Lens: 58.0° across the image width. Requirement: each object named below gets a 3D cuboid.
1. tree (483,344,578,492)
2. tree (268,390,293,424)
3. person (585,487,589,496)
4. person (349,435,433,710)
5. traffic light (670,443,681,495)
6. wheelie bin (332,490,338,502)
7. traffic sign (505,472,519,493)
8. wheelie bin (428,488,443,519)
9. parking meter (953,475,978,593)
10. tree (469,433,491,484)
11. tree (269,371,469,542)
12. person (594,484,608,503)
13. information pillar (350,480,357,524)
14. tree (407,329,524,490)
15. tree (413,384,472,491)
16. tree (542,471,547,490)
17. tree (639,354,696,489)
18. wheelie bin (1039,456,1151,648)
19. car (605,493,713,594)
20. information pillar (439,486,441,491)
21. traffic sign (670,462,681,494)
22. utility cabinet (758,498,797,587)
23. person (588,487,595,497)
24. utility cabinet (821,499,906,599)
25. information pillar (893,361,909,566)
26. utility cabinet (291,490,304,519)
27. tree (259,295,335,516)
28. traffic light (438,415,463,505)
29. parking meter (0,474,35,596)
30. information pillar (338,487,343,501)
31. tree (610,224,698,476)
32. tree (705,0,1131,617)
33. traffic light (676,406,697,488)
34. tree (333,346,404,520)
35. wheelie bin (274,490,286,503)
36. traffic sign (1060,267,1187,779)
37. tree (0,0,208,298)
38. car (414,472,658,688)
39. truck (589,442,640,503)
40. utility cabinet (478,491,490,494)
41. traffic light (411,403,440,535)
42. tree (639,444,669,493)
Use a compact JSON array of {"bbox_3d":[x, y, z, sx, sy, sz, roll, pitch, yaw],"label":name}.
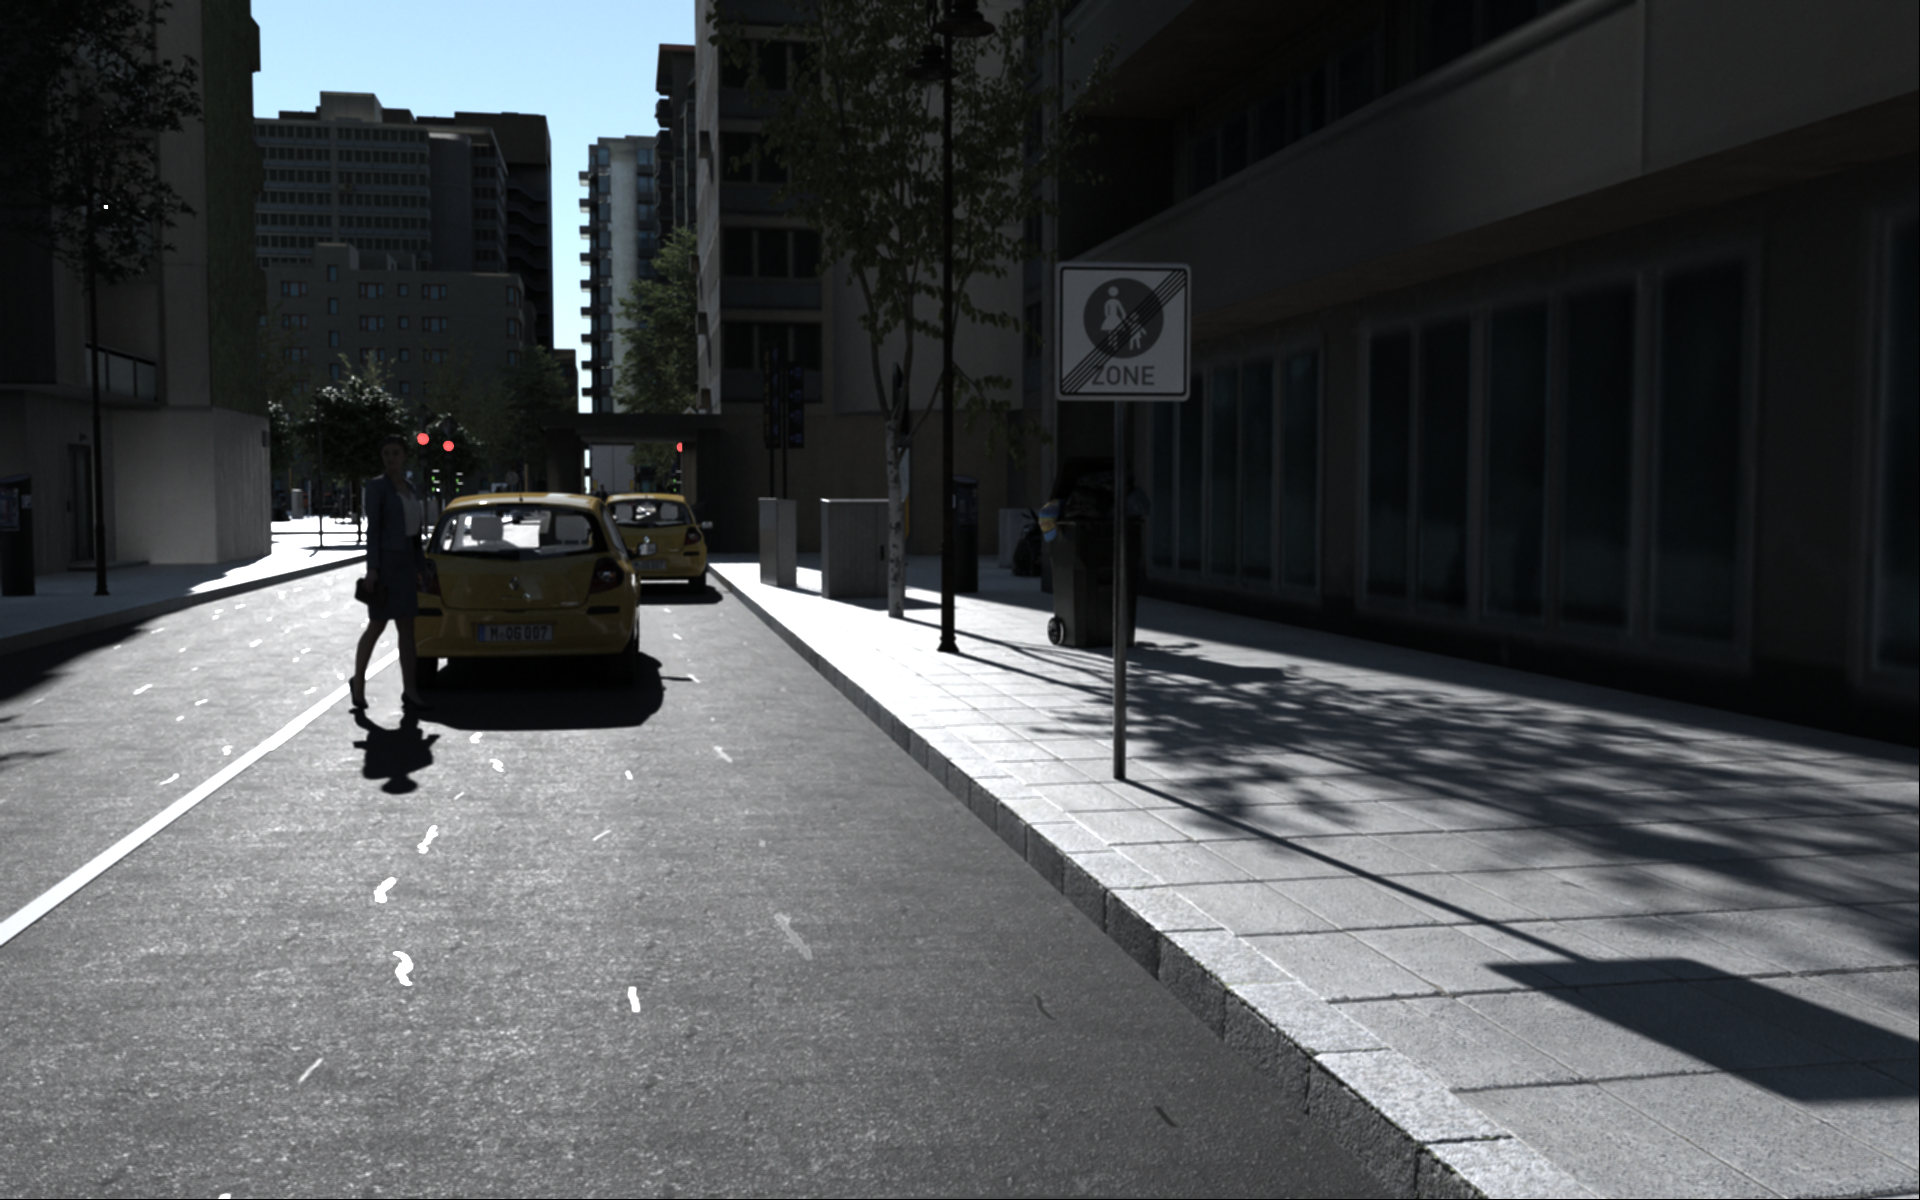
[{"bbox_3d":[-32.158,-13.014,130.913,7.486,12.596,7.792,0,3,0],"label":"tree"},{"bbox_3d":[-47.016,-10.224,117.525,4.360,8.622,3.978,0,3,0],"label":"tree"},{"bbox_3d":[-15.415,-3.843,72.002,0.598,1.740,0.731,1,4,18],"label":"person"},{"bbox_3d":[-3.796,-0.184,11.540,0.654,1.822,0.581,3,4,37],"label":"person"},{"bbox_3d":[-10.158,-4.539,63.128,0.839,4.253,0.868,-1,4,-11],"label":"traffic light"},{"bbox_3d":[-46.787,-7.485,130.286,0.693,1.594,0.980,1,4,16],"label":"wheelie bin"},{"bbox_3d":[-25.290,-5.974,97.776,0.768,2.556,0.104,0,4,-5],"label":"traffic sign"},{"bbox_3d":[-25.261,-4.617,83.390,0.693,1.594,0.980,-2,4,-31],"label":"wheelie bin"},{"bbox_3d":[0.051,-0.867,22.593,0.372,1.533,0.369,0,3,0],"label":"parking meter"},{"bbox_3d":[-20.266,-5.157,68.032,4.285,4.588,4.351,0,3,0],"label":"tree"},{"bbox_3d":[-16.209,-3.841,46.509,4.285,4.588,4.351,0,3,0],"label":"tree"},{"bbox_3d":[-17.347,-4.641,83.738,0.474,1.900,0.648,3,4,39],"label":"person"},{"bbox_3d":[-26.066,-4.284,74.543,0.304,2.012,0.304,-1,4,-23],"label":"information pillar"},{"bbox_3d":[-23.024,-7.823,78.276,4.737,8.622,4.395,0,3,0],"label":"tree"},{"bbox_3d":[-34.390,-10.112,115.691,4.360,8.622,3.978,0,3,0],"label":"tree"},{"bbox_3d":[-44.574,-12.676,190.973,4.285,4.588,4.351,0,3,0],"label":"tree"},{"bbox_3d":[-13.883,-8.284,85.812,4.360,8.622,3.978,0,3,0],"label":"tree"},{"bbox_3d":[1.176,-0.412,14.649,0.980,1.594,0.693,-1,4,-20],"label":"wheelie bin"},{"bbox_3d":[-4.737,-0.978,26.210,2.015,1.641,3.980,-1,4,-10],"label":"car"},{"bbox_3d":[-26.872,-5.172,89.047,0.304,2.012,0.304,-2,4,-26],"label":"information pillar"},{"bbox_3d":[-10.900,-4.127,67.589,0.768,2.556,0.104,0,4,-8],"label":"traffic sign"},{"bbox_3d":[-2.556,-0.807,24.350,0.306,1.237,1.020,-1,4,-21],"label":"utility cabinet"},{"bbox_3d":[-19.070,-4.921,89.305,0.599,1.781,0.374,0,4,-5],"label":"person"},{"bbox_3d":[-1.193,-0.629,21.454,1.020,1.237,0.306,-2,4,-25],"label":"utility cabinet"},{"bbox_3d":[-1.059,-2.418,30.887,0.183,3.616,0.504,2,4,25],"label":"information pillar"},{"bbox_3d":[-33.963,-4.901,88.809,0.318,1.500,1.173,0,4,-7],"label":"utility cabinet"},{"bbox_3d":[-25.513,-6.872,62.724,4.737,8.622,4.395,0,3,0],"label":"tree"},{"bbox_3d":[-18.117,-4.443,61.567,0.839,4.253,0.868,-1,4,-11],"label":"traffic light"},{"bbox_3d":[-11.906,-0.822,21.855,0.372,1.533,0.369,0,3,0],"label":"parking meter"},{"bbox_3d":[-45.139,-7.442,126.162,0.304,2.012,0.304,0,4,-7],"label":"information pillar"},{"bbox_3d":[-10.877,-9.487,73.245,7.486,12.596,7.792,0,3,0],"label":"tree"},{"bbox_3d":[-0.603,-4.112,17.602,4.737,8.622,4.395,0,3,0],"label":"tree"},{"bbox_3d":[-8.631,-4.059,55.290,0.839,4.253,0.868,-1,4,-11],"label":"traffic light"},{"bbox_3d":[-29.858,-8.326,86.490,4.360,8.622,3.978,0,3,0],"label":"tree"},{"bbox_3d":[-51.016,-7.460,129.871,0.980,1.594,0.693,1,4,9],"label":"wheelie bin"},{"bbox_3d":[0.718,-0.343,7.746,0.606,2.300,0.079,0,4,-7],"label":"traffic sign"},{"bbox_3d":[-10.293,-4.925,14.943,7.601,10.594,8.767,-1,4,-20],"label":"tree"},{"bbox_3d":[-3.522,-0.251,14.322,2.015,1.641,3.980,-1,4,-10],"label":"car"},{"bbox_3d":[-19.296,-6.597,96.776,2.839,4.237,11.283,-1,4,-11],"label":"truck"},{"bbox_3d":[-31.686,-6.564,115.999,1.173,1.500,0.318,2,4,28],"label":"utility cabinet"},{"bbox_3d":[-16.590,-3.964,53.729,0.839,4.253,0.868,-1,4,-11],"label":"traffic light"},{"bbox_3d":[-19.625,-10.088,115.297,4.737,8.622,4.395,0,3,0],"label":"tree"}]
